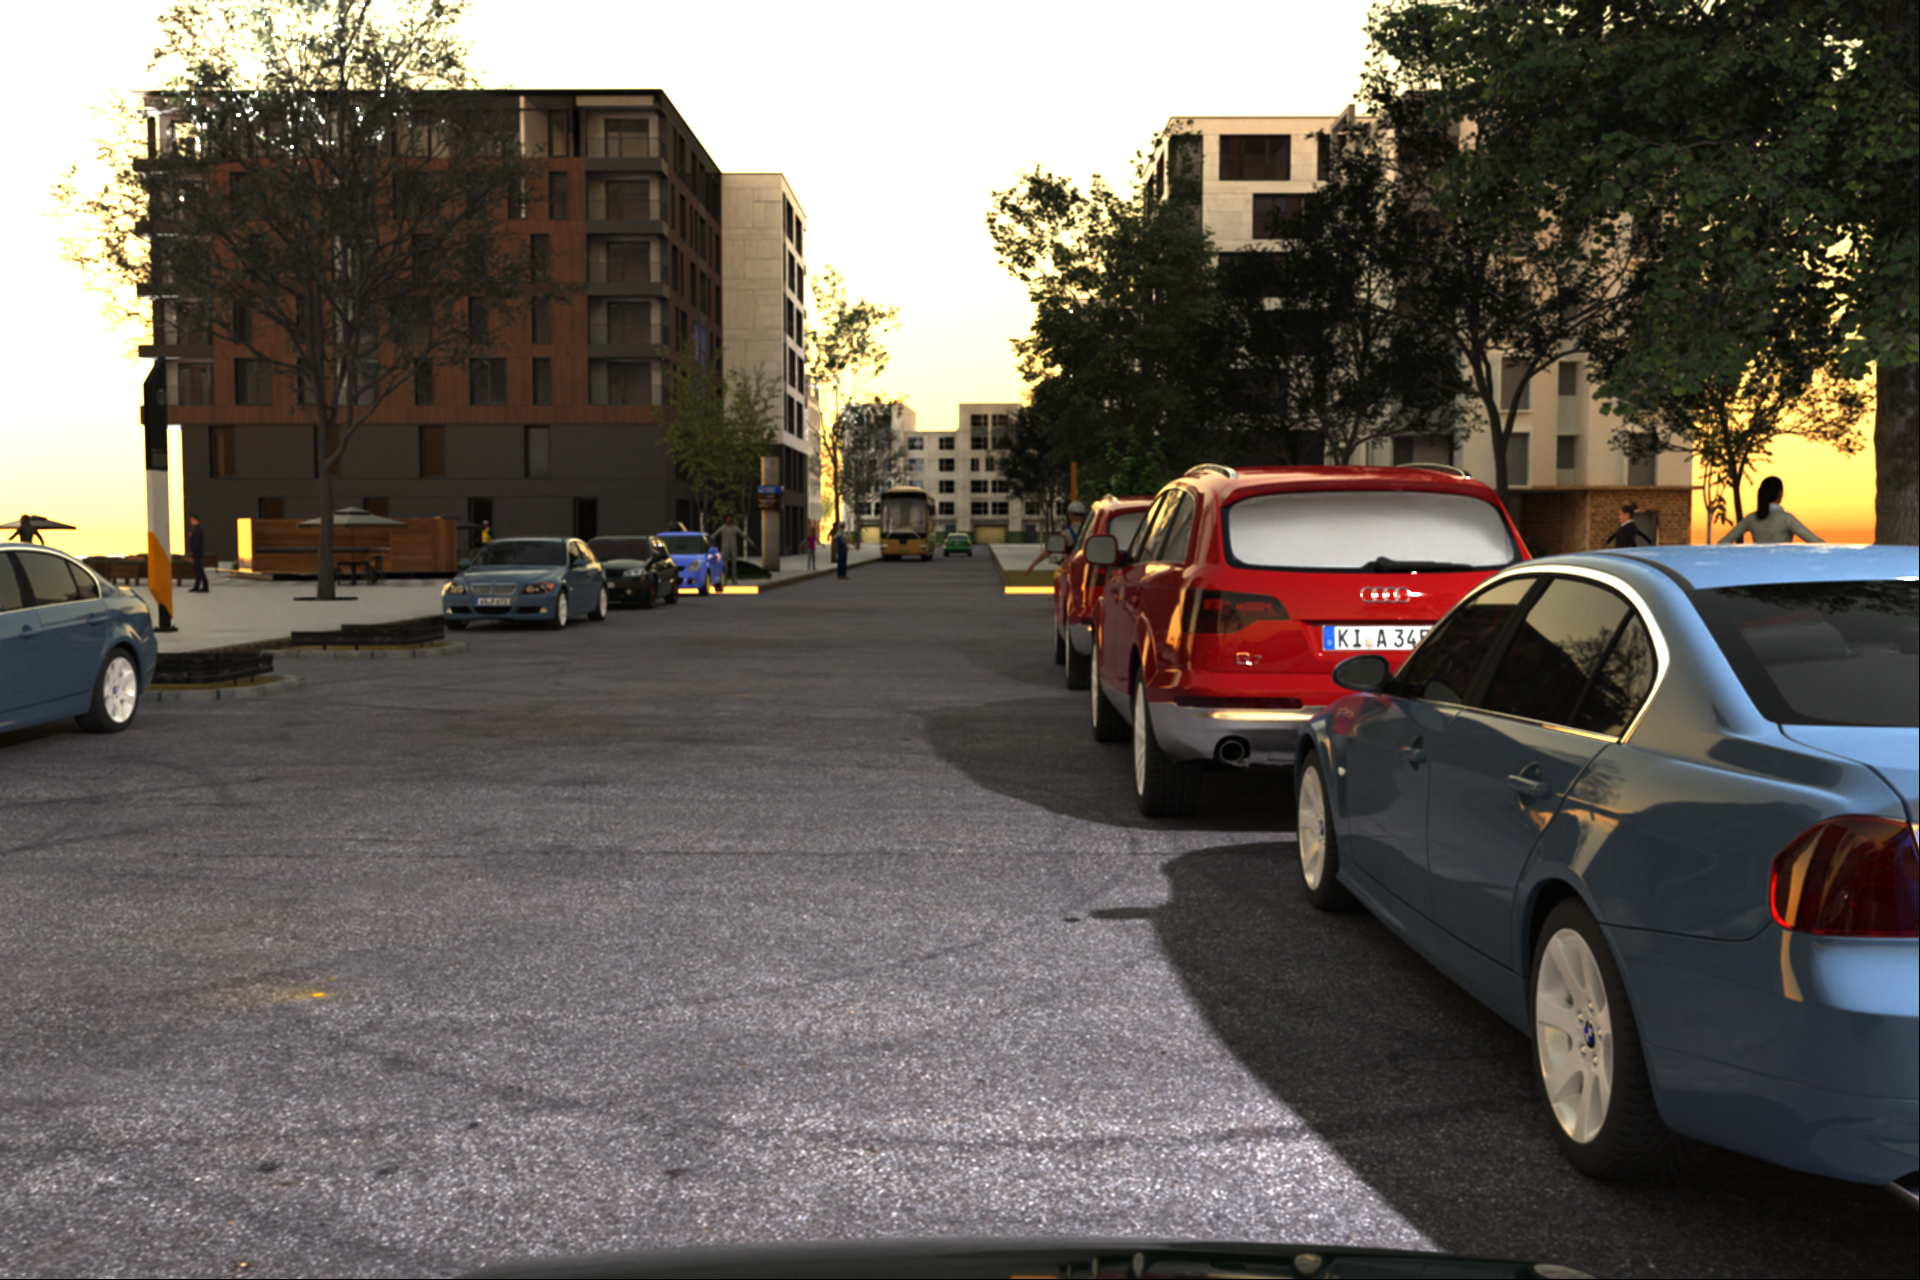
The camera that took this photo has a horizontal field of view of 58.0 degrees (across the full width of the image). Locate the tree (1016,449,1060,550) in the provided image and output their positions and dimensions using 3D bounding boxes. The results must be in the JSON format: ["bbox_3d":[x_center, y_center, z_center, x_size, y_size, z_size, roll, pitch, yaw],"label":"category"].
[{"bbox_3d":[6.911,-11.777,142.922,4.360,8.622,3.978,0,3,0],"label":"tree"}]

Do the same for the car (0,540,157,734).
[{"bbox_3d":[-6.932,0.046,11.246,2.014,1.417,4.499,0,4,1],"label":"car"}]

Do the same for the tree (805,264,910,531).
[{"bbox_3d":[-9.818,-16.421,124.371,12.611,20.169,13.585,0,3,0],"label":"tree"}]

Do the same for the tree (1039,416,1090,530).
[{"bbox_3d":[7.240,-9.546,106.437,4.360,8.622,3.978,0,3,0],"label":"tree"}]

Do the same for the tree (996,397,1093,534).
[{"bbox_3d":[5.980,-11.088,115.696,7.601,10.594,8.767,1,4,14],"label":"tree"}]

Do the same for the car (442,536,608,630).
[{"bbox_3d":[-6.777,-0.942,27.409,2.014,1.417,4.499,0,4,1],"label":"car"}]

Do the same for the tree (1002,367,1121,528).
[{"bbox_3d":[5.825,-9.916,96.540,7.601,10.594,8.767,0,4,3],"label":"tree"}]

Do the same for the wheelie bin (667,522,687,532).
[{"bbox_3d":[-7.476,-2.340,46.168,0.693,1.594,0.980,0,4,0],"label":"wheelie bin"}]

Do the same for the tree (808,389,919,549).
[{"bbox_3d":[-8.439,-14.357,145.105,12.009,13.543,11.850,0,3,0],"label":"tree"}]

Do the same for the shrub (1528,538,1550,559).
[{"bbox_3d":[15.762,-2.243,47.792,1.383,1.207,1.383,0,3,0],"label":"shrub"}]

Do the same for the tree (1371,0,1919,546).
[{"bbox_3d":[8.297,-6.615,14.813,9.857,13.997,8.962,0,3,0],"label":"tree"}]

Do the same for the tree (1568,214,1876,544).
[{"bbox_3d":[21.547,-6.939,47.871,8.767,10.594,7.601,-1,4,-15],"label":"tree"}]

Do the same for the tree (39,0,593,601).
[{"bbox_3d":[-12.177,-7.518,33.284,12.009,13.543,11.850,0,3,0],"label":"tree"}]

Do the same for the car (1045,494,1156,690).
[{"bbox_3d":[2.015,-0.535,17.426,2.281,1.827,5.304,0,4,1],"label":"car"}]

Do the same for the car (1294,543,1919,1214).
[{"bbox_3d":[2.218,0.420,5.137,2.014,1.417,4.499,0,4,-1],"label":"car"}]

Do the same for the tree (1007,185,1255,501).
[{"bbox_3d":[6.603,-9.708,65.379,9.857,13.997,8.962,0,3,0],"label":"tree"}]

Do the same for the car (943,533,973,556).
[{"bbox_3d":[-0.114,-6.330,112.293,1.959,1.807,4.718,0,4,1],"label":"car"}]

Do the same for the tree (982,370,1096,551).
[{"bbox_3d":[6.532,-13.462,130.480,12.009,13.543,11.850,0,3,0],"label":"tree"}]

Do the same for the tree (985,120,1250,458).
[{"bbox_3d":[7.906,-13.634,78.801,12.611,20.169,13.585,0,3,0],"label":"tree"}]

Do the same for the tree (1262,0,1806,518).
[{"bbox_3d":[8.732,-5.680,27.282,8.767,10.594,7.601,1,4,20],"label":"tree"}]

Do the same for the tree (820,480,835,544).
[{"bbox_3d":[-18.672,-17.396,234.790,4.737,8.622,4.395,0,3,0],"label":"tree"}]

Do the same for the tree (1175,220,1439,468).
[{"bbox_3d":[10.028,-7.110,50.656,8.767,10.594,7.601,2,4,23],"label":"tree"}]

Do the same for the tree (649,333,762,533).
[{"bbox_3d":[-9.370,-6.905,63.258,4.737,8.622,4.395,0,3,0],"label":"tree"}]

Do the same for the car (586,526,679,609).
[{"bbox_3d":[-6.704,-1.503,34.363,2.009,1.686,4.222,0,4,0],"label":"car"}]

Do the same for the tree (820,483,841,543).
[{"bbox_3d":[-18.374,-17.741,240.432,4.737,8.622,4.395,0,3,0],"label":"tree"}]

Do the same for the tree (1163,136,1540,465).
[{"bbox_3d":[9.026,-6.528,41.142,8.767,10.594,7.601,-1,4,-12],"label":"tree"}]

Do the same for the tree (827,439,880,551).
[{"bbox_3d":[-8.756,-11.287,134.899,4.360,8.622,3.978,0,3,0],"label":"tree"}]

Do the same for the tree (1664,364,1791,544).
[{"bbox_3d":[25.038,-6.529,57.115,4.737,8.622,4.395,0,3,0],"label":"tree"}]

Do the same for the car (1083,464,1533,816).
[{"bbox_3d":[1.918,-0.101,10.323,2.281,1.827,5.304,0,4,0],"label":"car"}]

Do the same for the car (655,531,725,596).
[{"bbox_3d":[-6.665,-1.941,41.324,1.945,1.707,3.694,0,4,0],"label":"car"}]

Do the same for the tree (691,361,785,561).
[{"bbox_3d":[-9.318,-7.564,74.026,4.737,8.622,4.395,0,3,0],"label":"tree"}]

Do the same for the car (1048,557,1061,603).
[{"bbox_3d":[2.623,-1.289,31.297,2.015,1.641,3.980,0,4,0],"label":"car"}]
